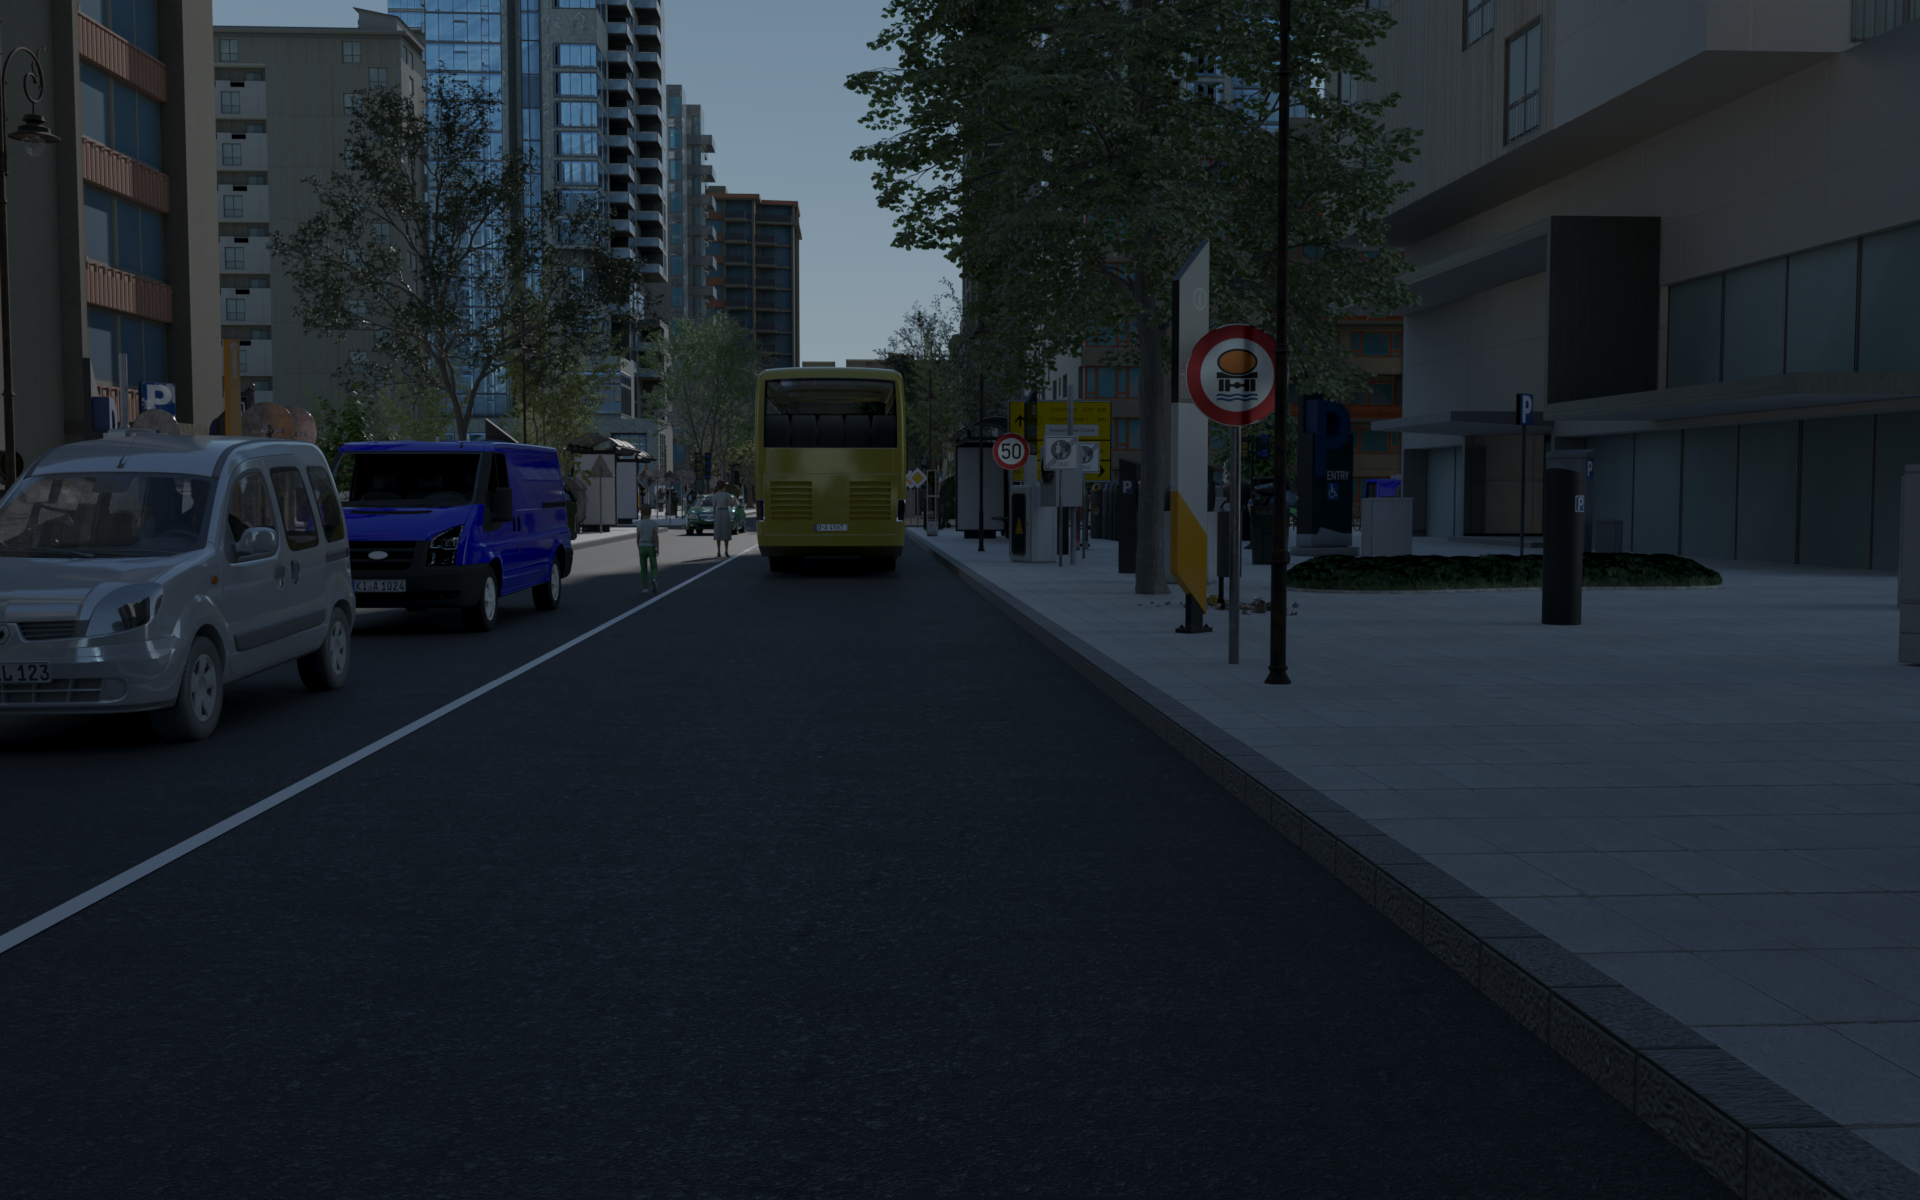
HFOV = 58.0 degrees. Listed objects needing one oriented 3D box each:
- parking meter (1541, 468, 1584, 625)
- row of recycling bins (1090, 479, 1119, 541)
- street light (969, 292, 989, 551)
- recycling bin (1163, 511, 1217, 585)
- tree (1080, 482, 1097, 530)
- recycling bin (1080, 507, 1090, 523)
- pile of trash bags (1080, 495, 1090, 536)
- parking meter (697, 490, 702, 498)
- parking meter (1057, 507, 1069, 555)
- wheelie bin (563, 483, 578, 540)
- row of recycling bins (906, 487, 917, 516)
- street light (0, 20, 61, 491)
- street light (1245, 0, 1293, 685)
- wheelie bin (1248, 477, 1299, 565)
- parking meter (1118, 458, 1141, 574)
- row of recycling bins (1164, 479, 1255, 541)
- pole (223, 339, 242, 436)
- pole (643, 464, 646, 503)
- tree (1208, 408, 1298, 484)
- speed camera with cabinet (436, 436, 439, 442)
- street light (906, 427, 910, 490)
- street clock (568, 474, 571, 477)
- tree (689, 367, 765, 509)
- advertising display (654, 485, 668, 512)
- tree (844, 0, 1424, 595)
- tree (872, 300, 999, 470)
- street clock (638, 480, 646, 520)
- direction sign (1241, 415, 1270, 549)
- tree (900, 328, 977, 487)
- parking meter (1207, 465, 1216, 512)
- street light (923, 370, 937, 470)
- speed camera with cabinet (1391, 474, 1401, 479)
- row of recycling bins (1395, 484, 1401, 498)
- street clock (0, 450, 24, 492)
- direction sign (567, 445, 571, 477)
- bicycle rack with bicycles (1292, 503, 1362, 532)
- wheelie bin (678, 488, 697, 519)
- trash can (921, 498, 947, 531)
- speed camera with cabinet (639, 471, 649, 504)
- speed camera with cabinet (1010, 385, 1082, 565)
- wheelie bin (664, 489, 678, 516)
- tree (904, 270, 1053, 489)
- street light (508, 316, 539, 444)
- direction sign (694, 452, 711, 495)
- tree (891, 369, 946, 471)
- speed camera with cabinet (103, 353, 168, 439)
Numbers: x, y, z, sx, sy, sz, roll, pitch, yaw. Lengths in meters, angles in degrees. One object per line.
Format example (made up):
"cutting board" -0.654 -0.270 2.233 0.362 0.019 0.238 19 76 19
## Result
"parking meter" 5.936 -0.529 17.052 0.372 1.533 0.369 0 3 0
"row of recycling bins" 4.462 -2.539 48.629 1.069 1.692 3.534 -1 4 -9
"street light" 0.476 -4.027 38.637 0.468 5.910 1.993 0 4 -3
"recycling bin" 3.282 -0.755 24.901 0.722 1.027 0.722 1 4 18
"tree" 4.435 -4.146 62.380 1.663 3.219 1.824 0 3 0
"recycling bin" 5.515 -3.995 77.878 0.722 1.027 0.722 -1 4 -21
"pile of trash bags" 4.843 -2.751 54.729 3.447 1.369 1.912 -3 5 -42
"parking meter" -17.694 -6.692 117.824 0.372 1.533 0.369 0 3 0
"parking meter" 2.122 -1.729 36.687 0.372 1.533 0.369 0 3 0
"wheelie bin" -11.051 -2.470 48.299 0.693 1.594 0.980 -2 4 -27
"row of recycling bins" -3.136 -5.910 103.734 1.069 1.692 3.534 0 4 -5
"street light" -9.145 -2.680 16.598 0.468 5.910 1.993 0 4 -3
"street light" 2.154 -2.372 11.564 0.468 5.910 1.993 0 4 -3
"wheelie bin" 5.673 -1.445 31.526 0.980 1.594 0.693 2 4 25
"parking meter" 2.780 -1.362 27.975 0.399 1.863 0.255 3 5 40
"row of recycling bins" 7.274 -2.499 47.967 3.534 1.692 1.069 2 4 32
"pole" -9.595 -1.778 22.906 0.158 3.312 0.155 0 3 0
"pole" -21.582 -7.625 118.518 0.158 3.312 0.155 0 3 0
"tree" 9.757 -4.397 55.608 4.285 4.588 4.351 0 3 0
"speed camera with cabinet" -17.782 -3.939 58.745 0.660 3.252 2.038 0 4 5
"street light" -2.848 -7.426 94.210 0.468 5.910 1.993 0 4 -3
"street clock" -14.080 -3.570 62.936 0.358 2.002 0.471 0 4 0
"tree" -18.588 -14.404 152.507 9.611 12.733 9.660 0 3 0
"advertising display" -21.437 -7.274 124.137 0.974 1.923 0.123 0 4 -7
"tree" 2.042 -6.351 21.970 7.486 12.596 7.792 0 3 0
"tree" -1.539 -9.154 84.074 7.601 10.594 8.767 -1 4 -22
"street clock" -14.837 -4.672 80.961 0.471 2.002 0.358 -1 4 -14
"direction sign" 6.791 -2.952 40.259 0.876 3.537 0.379 3 5 40
"tree" -0.947 -7.698 76.219 4.737 8.622 4.395 0 3 0
"parking meter" 4.324 -1.531 30.746 0.399 1.863 0.255 0 4 3
"street light" -1.111 -5.632 64.864 0.468 5.910 1.993 0 4 -3
"speed camera with cabinet" 31.124 -7.762 121.245 2.038 3.252 0.660 0 4 6
"row of recycling bins" 16.717 -3.412 62.901 1.069 1.692 3.534 3 4 36
"street clock" -15.655 -1.463 28.491 0.358 2.002 0.471 1 4 19
"direction sign" -17.259 -5.217 77.301 0.876 3.537 0.379 3 5 43
"bicycle rack with bicycles" 12.774 -2.851 59.996 2.852 0.926 2.925 0 4 -6
"wheelie bin" -14.085 -5.049 90.462 0.693 1.594 0.980 -2 4 -28
"trash can" -0.958 -2.923 59.444 0.748 1.137 0.748 0 3 0
"speed camera with cabinet" -26.882 -9.277 146.012 0.660 3.252 2.038 1 4 13
"speed camera with cabinet" 1.573 -2.306 32.045 0.660 3.252 2.038 -1 4 -22
"wheelie bin" -17.237 -5.859 103.703 0.693 1.594 0.980 3 4 38
"tree" 0.630 -6.446 55.751 4.360 8.622 3.978 0 3 0
"street light" -10.772 -4.286 42.869 0.468 5.910 1.993 0 4 -3
"direction sign" -13.964 -6.244 94.082 0.876 3.537 0.379 0 4 -5
"tree" -4.739 -13.090 139.782 9.928 11.665 9.643 0 3 0
"speed camera with cabinet" -11.085 -1.837 24.374 2.038 3.252 0.660 2 4 24
